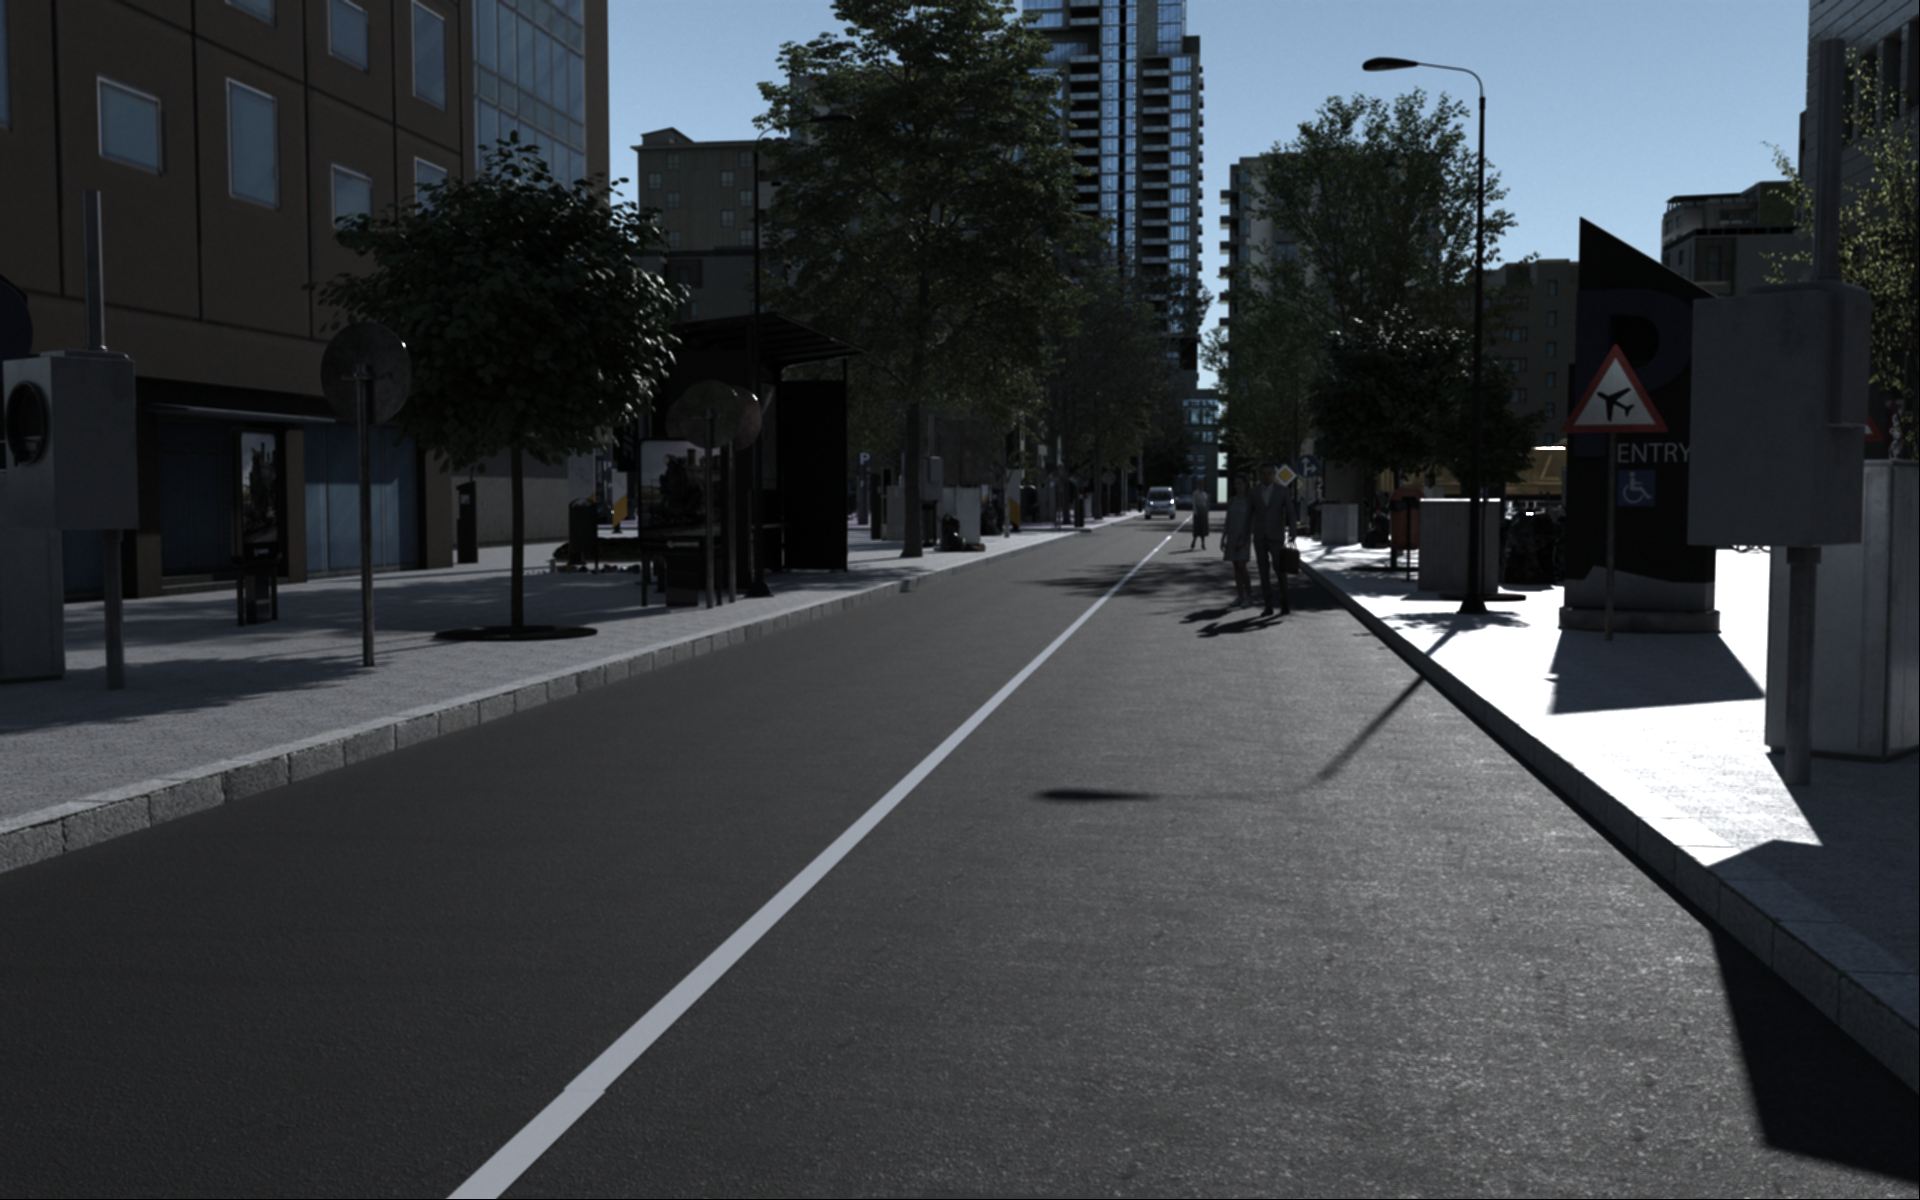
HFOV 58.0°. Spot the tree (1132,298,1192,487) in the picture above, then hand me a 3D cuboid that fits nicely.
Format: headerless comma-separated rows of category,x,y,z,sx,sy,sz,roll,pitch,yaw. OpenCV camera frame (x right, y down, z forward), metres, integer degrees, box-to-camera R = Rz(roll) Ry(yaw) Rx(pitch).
tree,6.728,-10.274,86.104,7.486,12.596,7.792,0,3,0

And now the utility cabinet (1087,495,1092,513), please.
utility cabinet,9.262,-6.684,120.450,0.306,1.237,1.020,-2,4,-31

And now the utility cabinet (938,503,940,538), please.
utility cabinet,-0.766,-2.402,50.429,1.020,1.237,0.306,1,4,17

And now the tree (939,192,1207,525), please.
tree,4.295,-9.856,71.511,12.009,13.543,11.850,0,3,0

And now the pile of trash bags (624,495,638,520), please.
pile of trash bags,-16.376,-4.569,84.450,3.447,1.369,1.912,2,4,35

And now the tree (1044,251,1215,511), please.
tree,12.854,-16.994,133.740,12.611,20.169,13.585,0,3,0

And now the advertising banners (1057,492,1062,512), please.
advertising banners,7.033,-7.655,121.345,0.090,3.025,2.074,2,4,24

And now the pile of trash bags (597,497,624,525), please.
pile of trash bags,-16.010,-3.795,71.807,1.912,1.369,3.447,3,4,36

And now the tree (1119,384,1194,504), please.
tree,17.879,-15.179,165.184,9.611,12.733,9.660,0,3,0

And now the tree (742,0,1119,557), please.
tree,-0.553,-7.153,35.084,7.486,12.596,7.792,0,3,0

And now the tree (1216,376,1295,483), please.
tree,28.393,-15.165,166.068,7.486,12.596,7.792,0,3,0

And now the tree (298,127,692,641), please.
tree,-4.111,-1.952,15.626,4.285,4.588,4.351,0,3,0

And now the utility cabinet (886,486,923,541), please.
utility cabinet,-1.451,-2.318,46.585,0.318,1.500,1.173,3,5,43

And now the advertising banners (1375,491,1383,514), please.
advertising banners,23.339,-6.155,96.825,2.074,3.025,0.090,-3,5,-44

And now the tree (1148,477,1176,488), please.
tree,23.477,-13.416,203.063,4.285,4.588,4.351,0,3,0

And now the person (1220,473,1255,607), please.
person,3.596,-0.775,22.174,0.512,1.701,0.522,3,5,44

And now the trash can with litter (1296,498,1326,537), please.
trash can with litter,10.577,-2.508,52.387,0.624,1.170,1.055,-3,5,-44

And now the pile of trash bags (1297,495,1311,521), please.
pile of trash bags,15.845,-4.404,81.752,3.447,1.369,1.912,-3,5,-39

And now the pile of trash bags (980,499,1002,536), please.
pile of trash bags,0.041,-2.749,54.690,1.912,1.369,3.447,-1,4,-15

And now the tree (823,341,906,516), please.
tree,-5.503,-7.994,81.072,4.737,8.622,4.395,0,3,0

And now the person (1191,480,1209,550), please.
person,6.156,-2.198,44.658,0.478,1.798,0.641,-1,4,-16

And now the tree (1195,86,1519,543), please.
tree,10.458,-7.305,45.190,9.928,11.665,9.643,0,3,0

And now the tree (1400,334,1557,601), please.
tree,6.435,-1.613,20.969,1.663,3.219,1.824,0,3,0

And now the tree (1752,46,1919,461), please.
tree,15.082,-4.723,27.585,4.360,8.622,3.978,0,3,0

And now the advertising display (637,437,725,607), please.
advertising display,-3.187,-0.891,19.788,0.974,1.923,0.123,-1,4,-13

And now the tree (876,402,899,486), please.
tree,-4.234,-10.644,124.397,4.360,8.622,3.978,0,3,0

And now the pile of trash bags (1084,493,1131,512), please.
pile of trash bags,10.687,-7.150,126.653,3.447,1.369,1.912,-1,4,-22

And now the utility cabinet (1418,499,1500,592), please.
utility cabinet,6.598,-0.718,22.908,1.020,1.237,0.306,1,4,18

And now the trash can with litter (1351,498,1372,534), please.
trash can with litter,11.795,-2.426,51.047,0.624,1.170,1.055,2,4,23

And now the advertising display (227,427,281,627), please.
advertising display,-6.979,-0.731,17.163,0.123,1.923,0.974,0,4,-1

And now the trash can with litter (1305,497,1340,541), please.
trash can with litter,10.719,-2.273,48.221,2.233,1.210,1.678,1,4,9

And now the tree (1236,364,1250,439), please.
tree,14.551,-7.738,76.872,4.737,8.622,4.395,0,3,0

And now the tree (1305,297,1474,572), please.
tree,7.296,-2.771,29.012,4.285,4.588,4.351,0,3,0

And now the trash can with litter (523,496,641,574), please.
trash can with litter,-5.872,-1.049,28.212,2.233,1.210,1.678,2,4,23

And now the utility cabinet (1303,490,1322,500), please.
utility cabinet,17.636,-4.770,86.675,0.318,1.500,1.173,-2,4,-25

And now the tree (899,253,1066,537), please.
tree,1.245,-6.142,50.789,4.360,8.622,3.978,0,3,0

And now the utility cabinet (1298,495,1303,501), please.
utility cabinet,26.589,-7.681,136.751,1.020,1.237,0.306,0,4,-8

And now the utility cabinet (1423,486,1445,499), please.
utility cabinet,12.737,-2.317,46.566,0.318,1.500,1.173,0,4,1

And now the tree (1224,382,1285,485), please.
tree,18.619,-9.609,107.467,4.360,8.622,3.978,0,3,0

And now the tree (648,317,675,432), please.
tree,-11.480,-7.414,71.583,4.360,8.622,3.978,0,3,0

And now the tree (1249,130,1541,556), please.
tree,9.230,-5.198,35.342,4.737,8.622,4.395,0,3,0

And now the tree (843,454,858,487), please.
tree,-9.604,-11.581,139.716,4.360,8.622,3.978,0,3,0

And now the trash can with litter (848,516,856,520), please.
trash can with litter,-6.159,-4.591,86.119,2.233,1.210,1.678,1,4,16

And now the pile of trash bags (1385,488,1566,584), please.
pile of trash bags,7.980,-0.953,25.328,3.447,1.369,1.912,0,4,8

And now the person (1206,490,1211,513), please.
person,18.509,-7.335,129.269,0.563,1.720,0.643,3,5,43

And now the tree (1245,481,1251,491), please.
tree,28.984,-10.997,174.407,1.663,3.219,1.824,0,3,0

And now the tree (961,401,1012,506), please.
tree,2.022,-10.893,128.459,4.737,8.622,4.395,0,3,0

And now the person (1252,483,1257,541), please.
person,9.039,-2.692,52.850,0.599,1.781,0.374,-2,4,-30

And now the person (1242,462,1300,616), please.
person,3.674,-0.725,20.468,0.709,1.813,0.853,1,4,19

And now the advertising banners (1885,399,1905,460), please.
advertising banners,17.384,-2.147,31.283,0.090,3.025,2.074,-1,4,-9
